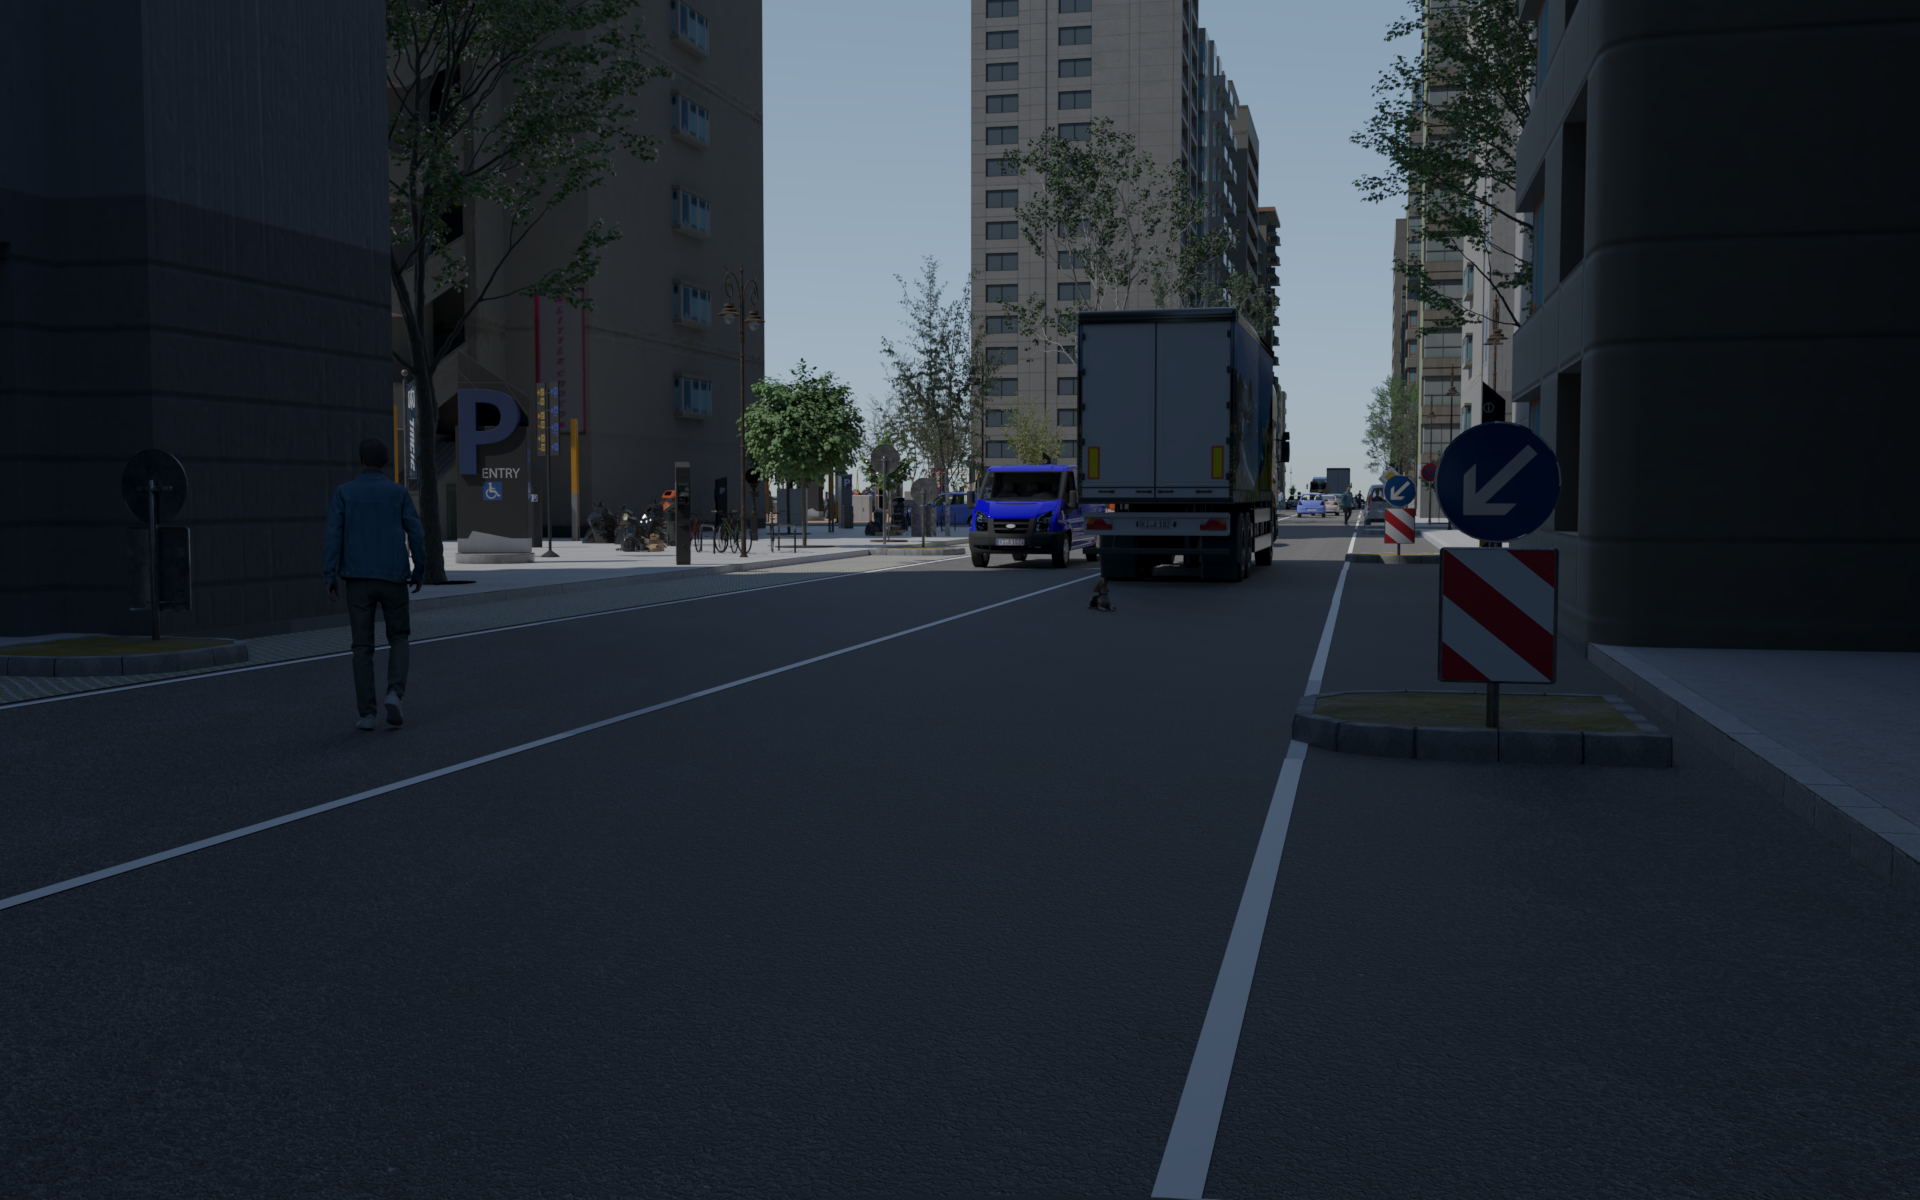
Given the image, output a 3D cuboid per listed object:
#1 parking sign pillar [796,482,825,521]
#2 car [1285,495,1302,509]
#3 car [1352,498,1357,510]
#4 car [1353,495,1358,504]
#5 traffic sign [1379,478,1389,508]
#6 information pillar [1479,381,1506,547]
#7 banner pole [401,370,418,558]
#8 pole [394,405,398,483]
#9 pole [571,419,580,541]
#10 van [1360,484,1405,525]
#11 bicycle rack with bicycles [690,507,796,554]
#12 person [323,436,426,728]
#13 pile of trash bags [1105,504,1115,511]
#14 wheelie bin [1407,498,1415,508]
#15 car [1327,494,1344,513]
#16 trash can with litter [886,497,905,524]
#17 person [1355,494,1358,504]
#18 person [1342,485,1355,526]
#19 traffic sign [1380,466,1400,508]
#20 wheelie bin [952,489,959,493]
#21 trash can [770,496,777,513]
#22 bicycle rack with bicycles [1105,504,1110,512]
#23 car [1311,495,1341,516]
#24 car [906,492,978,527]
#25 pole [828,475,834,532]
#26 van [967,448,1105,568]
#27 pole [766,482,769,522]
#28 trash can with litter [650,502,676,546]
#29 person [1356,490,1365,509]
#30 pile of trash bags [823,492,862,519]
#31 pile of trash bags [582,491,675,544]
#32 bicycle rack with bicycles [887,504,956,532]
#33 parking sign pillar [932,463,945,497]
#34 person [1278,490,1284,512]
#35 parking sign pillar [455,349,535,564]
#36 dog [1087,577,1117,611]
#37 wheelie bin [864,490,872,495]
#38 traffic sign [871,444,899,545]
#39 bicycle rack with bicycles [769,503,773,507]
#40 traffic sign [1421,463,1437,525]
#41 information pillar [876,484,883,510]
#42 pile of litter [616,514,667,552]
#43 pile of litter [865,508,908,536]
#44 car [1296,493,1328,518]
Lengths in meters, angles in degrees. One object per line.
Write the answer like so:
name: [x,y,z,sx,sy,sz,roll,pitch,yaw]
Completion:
parking sign pillar: [-7.206,-5.782,83.000,1.447,3.967,1.447,2,4,29]
car: [31.573,-9.192,162.877,1.945,1.354,3.894,1,4,14]
car: [35.060,-8.888,157.681,2.083,1.381,4.827,1,4,14]
car: [58.316,-14.959,257.164,1.945,1.354,3.894,1,4,13]
traffic sign: [17.324,-4.064,70.091,0.795,2.450,0.064,1,4,13]
information pillar: [10.972,-2.715,35.745,0.504,3.616,0.183,1,4,14]
banner pole: [-11.032,-2.736,34.746,0.401,3.779,0.863,-3,4,-36]
pole: [-13.024,-2.812,39.821,0.158,3.312,0.155,0,3,0]
pole: [-10.440,-3.250,46.983,0.158,3.312,0.155,0,3,0]
van: [18.241,-4.125,74.452,2.013,2.044,4.112,1,4,12]
bicycle rack with bicycles: [-4.765,-1.504,37.973,2.852,0.926,2.925,-1,4,-16]
person: [-3.556,-0.104,10.542,0.601,1.785,0.444,-1,4,-19]
pile of trash bags: [6.722,-4.748,87.388,3.447,1.369,1.912,3,5,44]
wheelie bin: [33.451,-7.390,128.734,0.693,1.594,0.980,0,4,5]
car: [29.230,-7.542,135.116,2.131,1.459,4.920,1,4,13]
trash can with litter: [-2.759,-3.856,74.428,0.624,1.170,1.055,-1,4,-20]
person: [56.611,-14.447,247.938,0.991,1.433,0.599,-3,4,-36]
person: [17.477,-4.258,78.144,0.660,1.820,0.620,-2,4,-33]
traffic sign: [15.504,-3.589,62.316,0.795,2.450,0.064,1,4,13]
wheelie bin: [-0.294,-6.370,112.053,0.693,1.594,0.980,-2,4,-27]
trash can: [-11.900,-6.129,111.862,0.748,1.137,0.748,0,3,0]
bicycle rack with bicycles: [10.654,-7.031,128.341,2.925,0.926,2.852,-3,5,-42]
car: [24.249,-6.279,115.018,2.083,1.381,4.827,1,4,12]
car: [-0.422,-3.664,69.503,3.694,1.707,1.945,1,4,14]
pole: [-4.322,-3.926,58.029,0.158,3.312,0.155,0,3,0]
van: [1.635,-1.898,35.416,2.240,2.365,5.245,1,4,15]
pole: [-8.776,-5.191,78.717,0.158,3.312,0.155,0,3,0]
trash can with litter: [-7.180,-1.896,42.395,1.055,1.170,0.624,-2,4,-25]
person: [39.426,-9.915,170.694,0.705,1.814,1.350,-2,4,-28]
pile of trash bags: [-6.479,-5.296,96.334,1.912,1.369,3.447,2,4,30]
pile of trash bags: [-8.202,-2.132,44.618,3.447,1.369,1.912,3,5,44]
bicycle rack with bicycles: [-1.422,-2.844,59.878,2.852,0.926,2.925,1,4,16]
parking sign pillar: [-1.633,-8.494,127.348,1.447,3.967,1.447,-2,4,-32]
person: [25.955,-8.039,140.208,0.793,1.790,0.793,0,4,7]
parking sign pillar: [-8.688,-2.678,32.260,1.447,3.967,1.447,0,4,-5]
dog: [1.822,-0.081,21.516,0.550,0.427,0.748,2,4,33]
wheelie bin: [-6.852,-7.525,130.939,0.693,1.594,0.980,-3,5,-41]
traffic sign: [-1.917,-2.683,43.972,0.768,2.556,0.104,1,4,16]
bicycle rack with bicycles: [-12.055,-5.084,96.511,2.925,0.926,2.852,3,5,45]
traffic sign: [19.422,-4.368,71.516,0.768,2.556,0.104,1,4,19]
information pillar: [-3.946,-4.932,85.127,0.304,2.012,0.304,-2,4,-27]
pile of litter: [-7.188,-1.529,38.963,1.176,0.858,1.719,0,4,-4]
pile of litter: [-2.257,-2.430,53.688,1.719,0.858,1.176,-3,5,-39]
car: [21.438,-5.870,105.558,1.945,1.707,3.694,1,4,12]
